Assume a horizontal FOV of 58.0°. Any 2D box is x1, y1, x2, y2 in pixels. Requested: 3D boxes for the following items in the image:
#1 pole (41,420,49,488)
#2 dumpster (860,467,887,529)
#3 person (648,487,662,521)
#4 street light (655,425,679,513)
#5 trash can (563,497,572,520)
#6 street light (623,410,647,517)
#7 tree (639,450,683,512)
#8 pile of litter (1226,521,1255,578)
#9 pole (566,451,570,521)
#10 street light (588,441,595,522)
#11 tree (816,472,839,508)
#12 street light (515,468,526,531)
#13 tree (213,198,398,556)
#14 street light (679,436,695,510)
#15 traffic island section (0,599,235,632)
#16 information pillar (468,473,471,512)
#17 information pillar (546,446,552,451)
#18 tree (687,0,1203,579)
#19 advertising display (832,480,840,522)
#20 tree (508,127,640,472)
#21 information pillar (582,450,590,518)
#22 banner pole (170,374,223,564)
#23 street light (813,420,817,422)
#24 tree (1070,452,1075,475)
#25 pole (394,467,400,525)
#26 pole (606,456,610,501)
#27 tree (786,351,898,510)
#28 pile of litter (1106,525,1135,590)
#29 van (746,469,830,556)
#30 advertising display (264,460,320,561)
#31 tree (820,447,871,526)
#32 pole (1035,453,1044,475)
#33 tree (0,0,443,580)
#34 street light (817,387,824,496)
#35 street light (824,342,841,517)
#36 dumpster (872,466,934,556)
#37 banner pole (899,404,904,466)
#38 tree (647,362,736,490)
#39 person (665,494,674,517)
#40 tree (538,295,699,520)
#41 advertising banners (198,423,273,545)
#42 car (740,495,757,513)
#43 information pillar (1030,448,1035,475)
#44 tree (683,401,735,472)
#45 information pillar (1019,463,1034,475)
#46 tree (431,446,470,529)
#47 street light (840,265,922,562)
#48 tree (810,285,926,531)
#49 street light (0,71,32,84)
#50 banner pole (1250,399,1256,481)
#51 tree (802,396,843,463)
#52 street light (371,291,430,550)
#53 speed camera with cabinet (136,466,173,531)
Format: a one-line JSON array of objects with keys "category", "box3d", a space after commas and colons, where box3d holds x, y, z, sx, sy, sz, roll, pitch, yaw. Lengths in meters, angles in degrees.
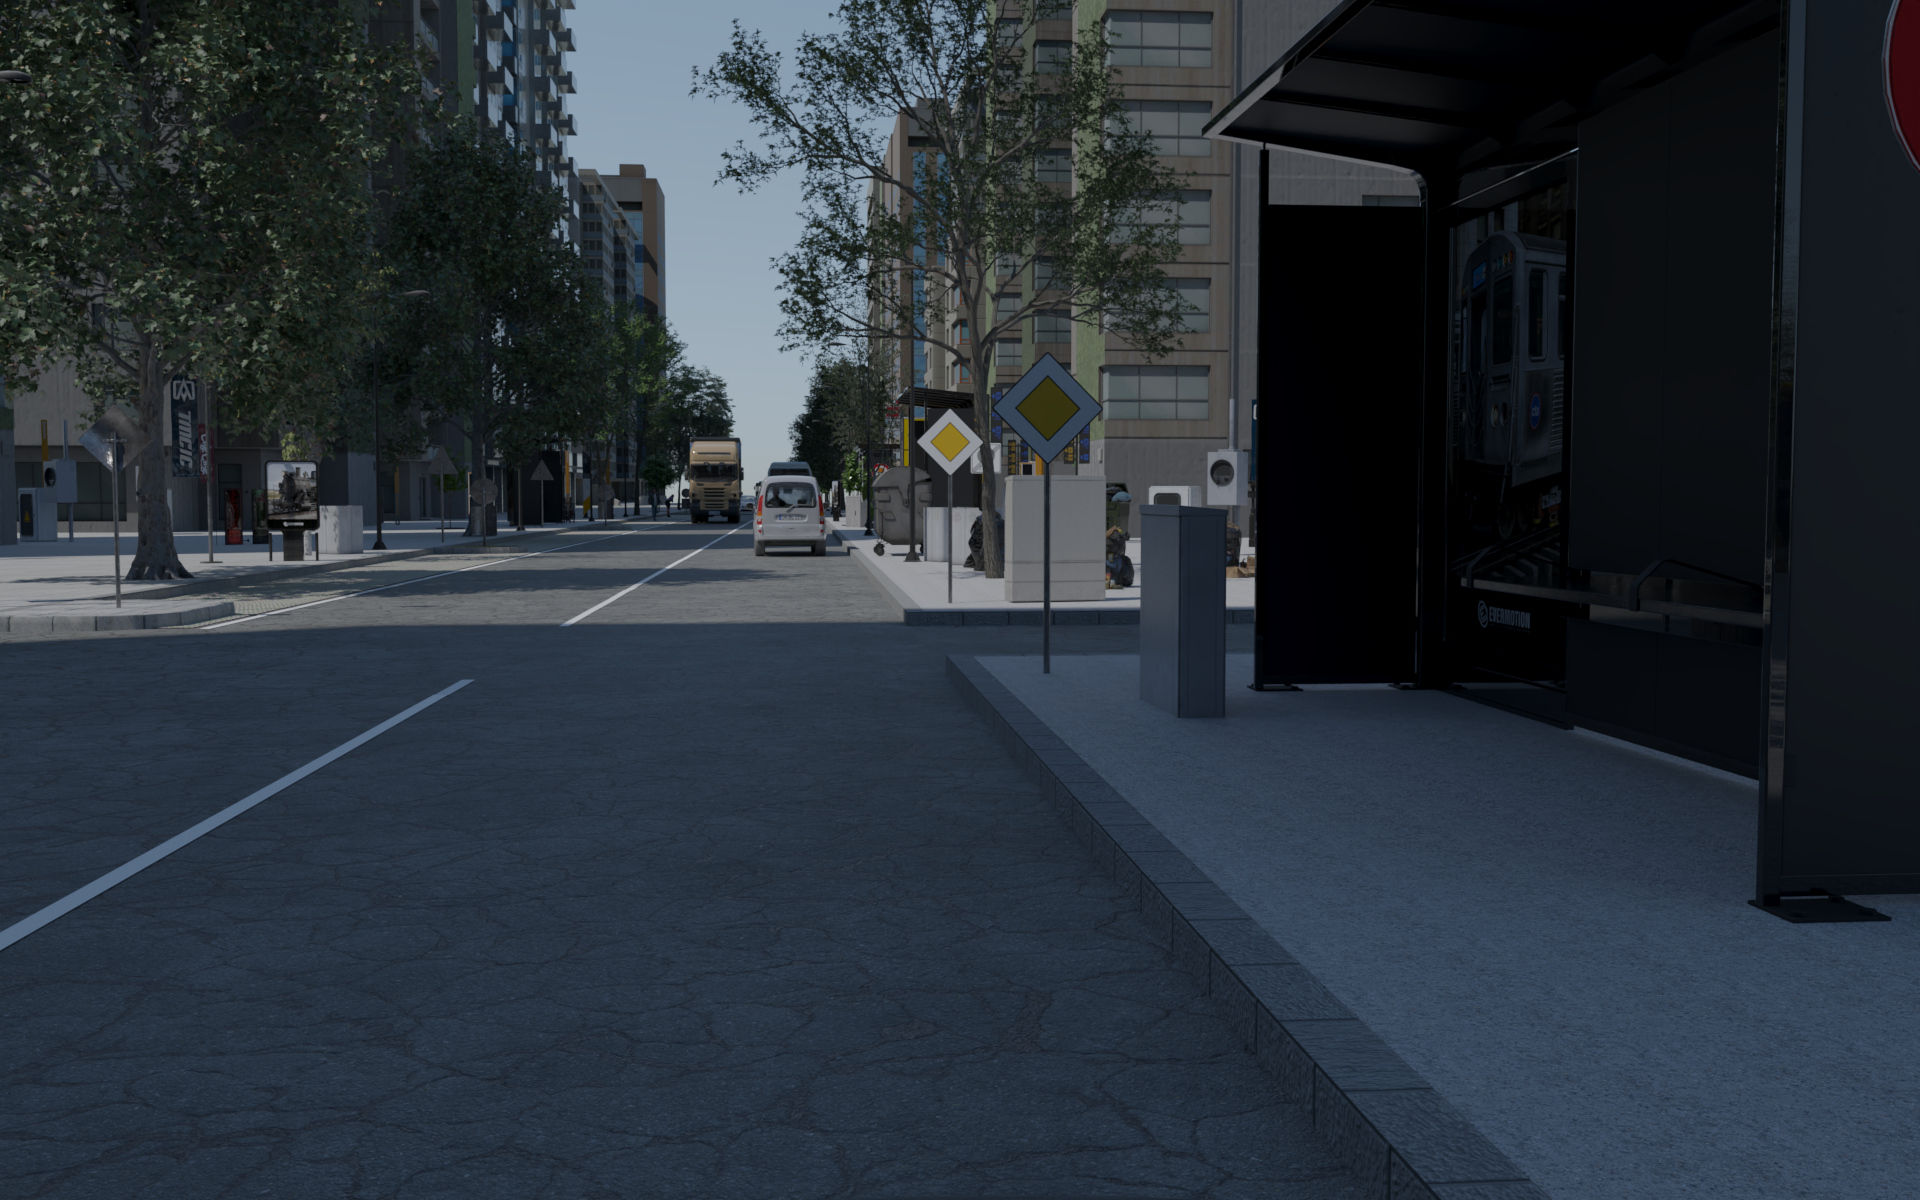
[{"category": "pole", "box3d": [-25.101, -3.285, 47.561, 0.158, 3.312, 0.155, 0, 3, 0]}, {"category": "dumpster", "box3d": [-2.890, -3.750, 63.813, 1.502, 2.255, 1.985, 0, 4, -5]}, {"category": "person", "box3d": [-16.123, -5.045, 91.335, 0.721, 1.781, 0.623, 3, 4, 36]}, {"category": "street light", "box3d": [-19.960, -8.828, 116.871, 1.470, 5.913, 1.316, 0, 4, -5]}, {"category": "trash can", "box3d": [-19.523, -4.527, 85.663, 0.748, 1.137, 0.748, 0, 3, 0]}, {"category": "street light", "box3d": [-18.039, -7.558, 96.112, 1.470, 5.913, 1.316, 0, 4, -5]}, {"category": "tree", "box3d": [-22.182, -8.773, 127.160, 4.285, 4.588, 4.351, 0, 3, 0]}, {"category": "pile of litter", "box3d": [4.299, -0.790, 26.890, 1.719, 0.858, 1.176, 0, 4, 1]}, {"category": "pole", "box3d": [-18.688, -5.423, 82.509, 0.158, 3.312, 0.155, 0, 3, 0]}, {"category": "street light", "box3d": [-16.708, -6.630, 80.940, 1.470, 5.913, 1.316, 0, 4, -5]}, {"category": "tree", "box3d": [-11.755, -10.584, 156.766, 4.285, 4.588, 4.351, 0, 3, 0]}, {"category": "street light", "box3d": [-14.772, -5.365, 60.258, 1.470, 5.913, 1.316, 0, 4, -5]}, {"category": "tree", "box3d": [-13.829, -5.225, 35.797, 4.737, 8.622, 4.395, 0, 3, 0]}, {"category": "street light", "box3d": [-21.812, -10.115, 137.916, 1.470, 5.913, 1.316, 0, 4, -5]}, {"category": "traffic island section", "box3d": [-9.497, 0.170, 19.506, 2.009, 0.180, 2.903, 0, 4, -5]}, {"category": "information pillar", "box3d": [-16.613, -3.352, 59.296, 0.304, 2.012, 0.304, 1, 4, 14]}, {"category": "information pillar", "box3d": [-19.770, -5.613, 83.122, 0.504, 3.616, 0.183, -1, 4, -17]}, {"category": "tree", "box3d": [0.220, -5.614, 26.197, 7.601, 10.594, 8.767, 2, 4, 23]}, {"category": "advertising display", "box3d": [-5.779, -4.620, 80.744, 0.123, 1.923, 0.974, -1, 4, -20]}, {"category": "tree", "box3d": [-14.515, -8.270, 52.223, 9.611, 12.733, 9.660, 0, 3, 0]}, {"category": "information pillar", "box3d": [-19.896, -6.177, 92.352, 0.504, 3.616, 0.183, -2, 4, -35]}, {"category": "banner pole", "box3d": [-14.095, -2.563, 31.922, 0.863, 3.779, 0.401, -2, 4, -35]}, {"category": "street light", "box3d": [-7.152, -7.494, 95.071, 1.470, 5.913, 1.316, 0, 4, -5]}, {"category": "tree", "box3d": [6.748, -5.856, 79.455, 4.285, 4.588, 4.351, 0, 3, 0]}, {"category": "pole", "box3d": [-23.337, -4.766, 71.769, 0.158, 3.312, 0.155, 0, 3, 0]}, {"category": "pole", "box3d": [-18.712, -6.007, 92.060, 0.158, 3.312, 0.155, 0, 3, 0]}, {"category": "tree", "box3d": [-9.610, -13.585, 139.130, 9.611, 12.733, 9.660, 0, 3, 0]}, {"category": "pile of litter", "box3d": [1.809, -0.595, 23.690, 1.176, 0.858, 1.719, 2, 4, 33]}, {"category": "van", "box3d": [-4.085, -2.095, 41.265, 2.013, 2.044, 4.112, 0, 4, -7]}, {"category": "advertising display", "box3d": [-12.733, -1.703, 33.054, 0.974, 1.923, 0.123, 0, 4, -8]}, {"category": "tree", "box3d": [-4.326, -4.595, 69.723, 1.663, 3.219, 1.824, 0, 3, 0]}, {"category": "pole", "box3d": [1.550, -2.407, 33.199, 0.158, 3.312, 0.155, 0, 3, 0]}, {"category": "tree", "box3d": [-12.172, -6.652, 25.771, 9.611, 12.733, 9.660, 0, 3, 0]}, {"category": "street light", "box3d": [-5.299, -6.239, 74.543, 1.470, 5.913, 1.316, 0, 4, -5]}, {"category": "street light", "box3d": [-3.345, -4.926, 53.085, 1.470, 5.913, 1.316, 0, 4, -5]}, {"category": "dumpster", "box3d": [-1.194, -1.871, 36.349, 1.264, 1.857, 1.865, 0, 4, -5]}, {"category": "banner pole", "box3d": [-1.614, -3.557, 48.166, 0.401, 3.779, 0.863, 0, 4, -6]}, {"category": "tree", "box3d": [-26.090, -16.016, 168.513, 9.857, 13.997, 8.962, 0, 3, 0]}, {"category": "person", "box3d": [-17.762, -5.767, 106.021, 0.421, 1.427, 0.697, 2, 4, 34]}, {"category": "tree", "box3d": [-18.034, -9.891, 87.478, 9.928, 11.665, 9.643, 0, 3, 0]}, {"category": "advertising banners", "box3d": [-18.306, -2.903, 43.655, 0.090, 3.025, 2.074, 2, 4, 34]}, {"category": "car", "box3d": [-15.115, -6.696, 121.842, 2.083, 1.381, 4.827, 0, 4, -6]}, {"category": "information pillar", "box3d": [2.025, -3.202, 43.708, 0.504, 3.616, 0.183, -1, 4, -19]}, {"category": "tree", "box3d": [-30.201, -17.746, 208.273, 7.486, 12.596, 7.792, 0, 3, 0]}, {"category": "information pillar", "box3d": [1.558, -2.205, 40.538, 0.304, 2.012, 0.304, 0, 4, -5]}, {"category": "tree", "box3d": [-18.772, -4.208, 63.397, 1.663, 3.219, 1.824, 0, 3, 0]}, {"category": "street light", "box3d": [-1.438, -3.671, 32.562, 1.470, 5.913, 1.316, 0, 4, -5]}, {"category": "tree", "box3d": [-2.978, -6.671, 59.430, 4.360, 8.622, 3.978, 0, 3, 0]}, {"category": "street light", "box3d": [-10.894, -2.850, 19.134, 1.470, 5.913, 1.316, 0, 4, -5]}, {"category": "banner pole", "box3d": [7.133, -3.064, 40.118, 0.863, 3.779, 0.401, 1, 4, 22]}, {"category": "tree", "box3d": [-12.136, -15.141, 165.682, 7.486, 12.596, 7.792, 0, 3, 0]}, {"category": "street light", "box3d": [-12.797, -4.105, 39.656, 1.470, 5.913, 1.316, 0, 4, -5]}, {"category": "speed camera with cabinet", "box3d": [-25.665, -3.718, 55.127, 0.660, 3.252, 2.038, -1, 4, -11]}]
